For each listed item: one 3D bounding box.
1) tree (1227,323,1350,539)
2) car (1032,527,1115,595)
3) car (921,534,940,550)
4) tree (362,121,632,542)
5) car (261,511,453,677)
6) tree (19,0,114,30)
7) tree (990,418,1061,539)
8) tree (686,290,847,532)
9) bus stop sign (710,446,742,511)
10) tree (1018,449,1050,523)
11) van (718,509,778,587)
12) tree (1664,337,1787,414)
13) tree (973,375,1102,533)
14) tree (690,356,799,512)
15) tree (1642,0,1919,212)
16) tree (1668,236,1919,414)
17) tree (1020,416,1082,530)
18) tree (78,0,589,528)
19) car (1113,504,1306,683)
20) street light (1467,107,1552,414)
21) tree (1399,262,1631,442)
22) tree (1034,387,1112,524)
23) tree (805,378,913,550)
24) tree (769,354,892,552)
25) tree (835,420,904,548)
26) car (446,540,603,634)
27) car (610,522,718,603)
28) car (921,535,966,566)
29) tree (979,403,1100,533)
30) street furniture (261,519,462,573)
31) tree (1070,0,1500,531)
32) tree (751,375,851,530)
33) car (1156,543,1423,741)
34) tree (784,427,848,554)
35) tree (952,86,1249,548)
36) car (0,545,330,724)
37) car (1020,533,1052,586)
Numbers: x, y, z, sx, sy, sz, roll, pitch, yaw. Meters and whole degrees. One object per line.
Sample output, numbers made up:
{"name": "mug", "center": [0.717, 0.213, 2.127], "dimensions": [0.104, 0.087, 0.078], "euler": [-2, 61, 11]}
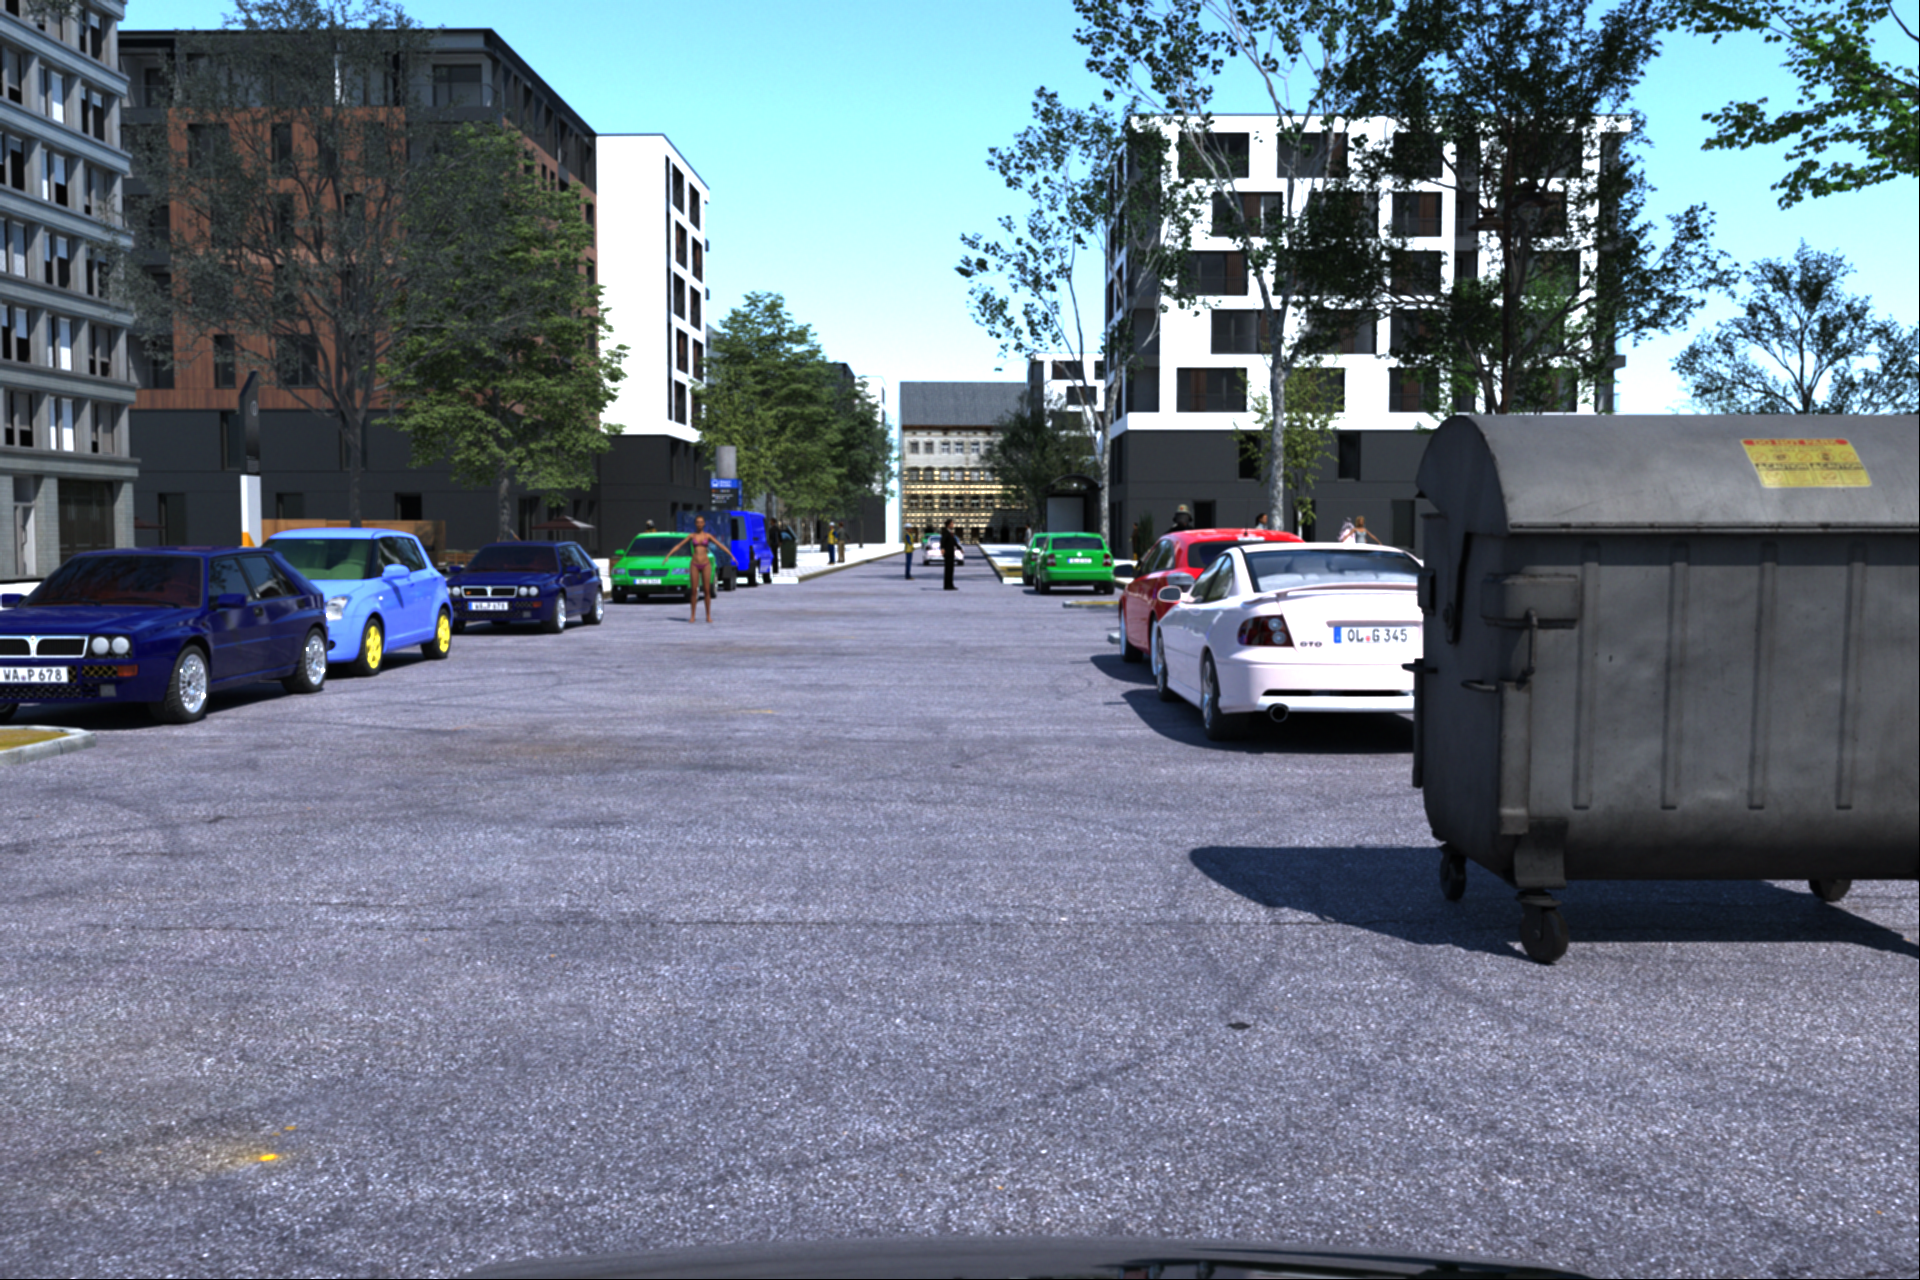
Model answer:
{"name": "tree", "center": [11.434, -6.652, 59.122], "dimensions": [4.737, 8.622, 4.395], "euler": [0, 3, 0]}
{"name": "car", "center": [2.757, -2.046, 42.255], "dimensions": [1.959, 1.807, 4.718], "euler": [0, 3, 0]}
{"name": "car", "center": [-2.487, -8.946, 155.059], "dimensions": [1.959, 1.807, 4.718], "euler": [0, 3, 0]}
{"name": "tree", "center": [-13.260, -7.988, 48.730], "dimensions": [7.486, 12.596, 7.792], "euler": [0, 3, 0]}
{"name": "car", "center": [-6.723, -0.545, 18.510], "dimensions": [1.945, 1.707, 3.694], "euler": [0, 3, 0]}
{"name": "tree", "center": [-12.346, -6.320, 13.710], "dimensions": [12.009, 13.543, 11.850], "euler": [0, 3, 0]}
{"name": "tree", "center": [6.417, -13.920, 153.349], "dimensions": [9.928, 11.665, 9.643], "euler": [0, 3, 0]}
{"name": "tree", "center": [-9.389, -9.992, 81.499], "dimensions": [7.486, 12.596, 7.792], "euler": [0, 3, 0]}
{"name": "bus stop sign", "center": [-6.999, -3.845, 51.880], "dimensions": [0.837, 3.901, 0.837], "euler": [0, 4, 1]}
{"name": "tree", "center": [6.857, -11.862, 144.301], "dimensions": [4.360, 8.622, 3.978], "euler": [0, 3, 0]}
{"name": "van", "center": [-6.408, -2.704, 48.590], "dimensions": [2.240, 2.365, 5.245], "euler": [0, 4, 0]}
{"name": "tree", "center": [28.262, -7.036, 65.396], "dimensions": [4.360, 8.622, 3.978], "euler": [0, 3, 0]}
{"name": "tree", "center": [6.179, -13.693, 134.254], "dimensions": [12.009, 13.543, 11.850], "euler": [0, 3, 0]}
{"name": "tree", "center": [-9.140, -7.451, 72.182], "dimensions": [4.737, 8.622, 4.395], "euler": [0, 3, 0]}
{"name": "tree", "center": [9.058, -5.394, 13.941], "dimensions": [9.928, 11.665, 9.643], "euler": [0, 3, 0]}
{"name": "tree", "center": [26.804, -7.299, 53.744], "dimensions": [8.767, 10.594, 7.601], "euler": [0, 4, 3]}
{"name": "tree", "center": [5.848, -9.684, 108.693], "dimensions": [4.737, 8.622, 4.395], "euler": [0, 3, 0]}
{"name": "tree", "center": [-12.884, -7.716, 36.531], "dimensions": [12.009, 13.543, 11.850], "euler": [0, 3, 0]}
{"name": "car", "center": [2.723, -0.554, 18.105], "dimensions": [2.155, 1.783, 4.494], "euler": [0, 4, -1]}
{"name": "street light", "center": [6.094, -2.849, 19.377], "dimensions": [0.468, 5.910, 1.993], "euler": [0, 3, 0]}
{"name": "tree", "center": [20.416, -8.469, 64.217], "dimensions": [9.928, 11.665, 9.643], "euler": [0, 3, 0]}
{"name": "tree", "center": [5.725, -8.323, 86.443], "dimensions": [4.360, 8.622, 3.978], "euler": [0, 3, 0]}
{"name": "tree", "center": [-9.298, -13.812, 136.202], "dimensions": [12.009, 13.543, 11.850], "euler": [0, 3, 0]}
{"name": "tree", "center": [-9.518, -13.099, 120.821], "dimensions": [9.857, 13.997, 8.962], "euler": [0, 3, 0]}
{"name": "tree", "center": [-8.924, -14.113, 156.501], "dimensions": [9.928, 11.665, 9.643], "euler": [0, 3, 0]}
{"name": "car", "center": [-6.569, -0.828, 26.110], "dimensions": [1.945, 1.354, 3.894], "euler": [0, 4, 1]}
{"name": "car", "center": [-6.318, -1.741, 37.263], "dimensions": [1.959, 1.807, 4.718], "euler": [0, 4, 0]}
{"name": "car", "center": [-0.760, -4.102, 79.422], "dimensions": [2.083, 1.381, 4.827], "euler": [0, 4, -1]}
{"name": "tree", "center": [5.861, -11.532, 122.968], "dimensions": [8.767, 10.594, 7.601], "euler": [-1, 4, -18]}
{"name": "street furniture", "center": [-20.409, -3.032, 56.421], "dimensions": [11.010, 1.723, 9.812], "euler": [-1, 4, -9]}
{"name": "tree", "center": [10.085, -11.658, 46.505], "dimensions": [12.611, 20.169, 13.585], "euler": [0, 3, 0]}
{"name": "tree", "center": [-9.331, -10.013, 98.122], "dimensions": [7.601, 10.594, 8.767], "euler": [-3, 5, -44]}
{"name": "car", "center": [2.632, -0.063, 13.387], "dimensions": [2.083, 1.381, 4.827], "euler": [0, 4, 0]}
{"name": "tree", "center": [-9.335, -9.767, 110.054], "dimensions": [4.737, 8.622, 4.395], "euler": [0, 3, 0]}
{"name": "tree", "center": [5.673, -13.290, 73.187], "dimensions": [12.611, 20.169, 13.585], "euler": [0, 3, 0]}
{"name": "car", "center": [-6.650, -0.105, 14.295], "dimensions": [1.945, 1.354, 3.894], "euler": [0, 4, 0]}
{"name": "car", "center": [2.695, -2.478, 49.317], "dimensions": [1.959, 1.807, 4.718], "euler": [0, 4, 0]}
